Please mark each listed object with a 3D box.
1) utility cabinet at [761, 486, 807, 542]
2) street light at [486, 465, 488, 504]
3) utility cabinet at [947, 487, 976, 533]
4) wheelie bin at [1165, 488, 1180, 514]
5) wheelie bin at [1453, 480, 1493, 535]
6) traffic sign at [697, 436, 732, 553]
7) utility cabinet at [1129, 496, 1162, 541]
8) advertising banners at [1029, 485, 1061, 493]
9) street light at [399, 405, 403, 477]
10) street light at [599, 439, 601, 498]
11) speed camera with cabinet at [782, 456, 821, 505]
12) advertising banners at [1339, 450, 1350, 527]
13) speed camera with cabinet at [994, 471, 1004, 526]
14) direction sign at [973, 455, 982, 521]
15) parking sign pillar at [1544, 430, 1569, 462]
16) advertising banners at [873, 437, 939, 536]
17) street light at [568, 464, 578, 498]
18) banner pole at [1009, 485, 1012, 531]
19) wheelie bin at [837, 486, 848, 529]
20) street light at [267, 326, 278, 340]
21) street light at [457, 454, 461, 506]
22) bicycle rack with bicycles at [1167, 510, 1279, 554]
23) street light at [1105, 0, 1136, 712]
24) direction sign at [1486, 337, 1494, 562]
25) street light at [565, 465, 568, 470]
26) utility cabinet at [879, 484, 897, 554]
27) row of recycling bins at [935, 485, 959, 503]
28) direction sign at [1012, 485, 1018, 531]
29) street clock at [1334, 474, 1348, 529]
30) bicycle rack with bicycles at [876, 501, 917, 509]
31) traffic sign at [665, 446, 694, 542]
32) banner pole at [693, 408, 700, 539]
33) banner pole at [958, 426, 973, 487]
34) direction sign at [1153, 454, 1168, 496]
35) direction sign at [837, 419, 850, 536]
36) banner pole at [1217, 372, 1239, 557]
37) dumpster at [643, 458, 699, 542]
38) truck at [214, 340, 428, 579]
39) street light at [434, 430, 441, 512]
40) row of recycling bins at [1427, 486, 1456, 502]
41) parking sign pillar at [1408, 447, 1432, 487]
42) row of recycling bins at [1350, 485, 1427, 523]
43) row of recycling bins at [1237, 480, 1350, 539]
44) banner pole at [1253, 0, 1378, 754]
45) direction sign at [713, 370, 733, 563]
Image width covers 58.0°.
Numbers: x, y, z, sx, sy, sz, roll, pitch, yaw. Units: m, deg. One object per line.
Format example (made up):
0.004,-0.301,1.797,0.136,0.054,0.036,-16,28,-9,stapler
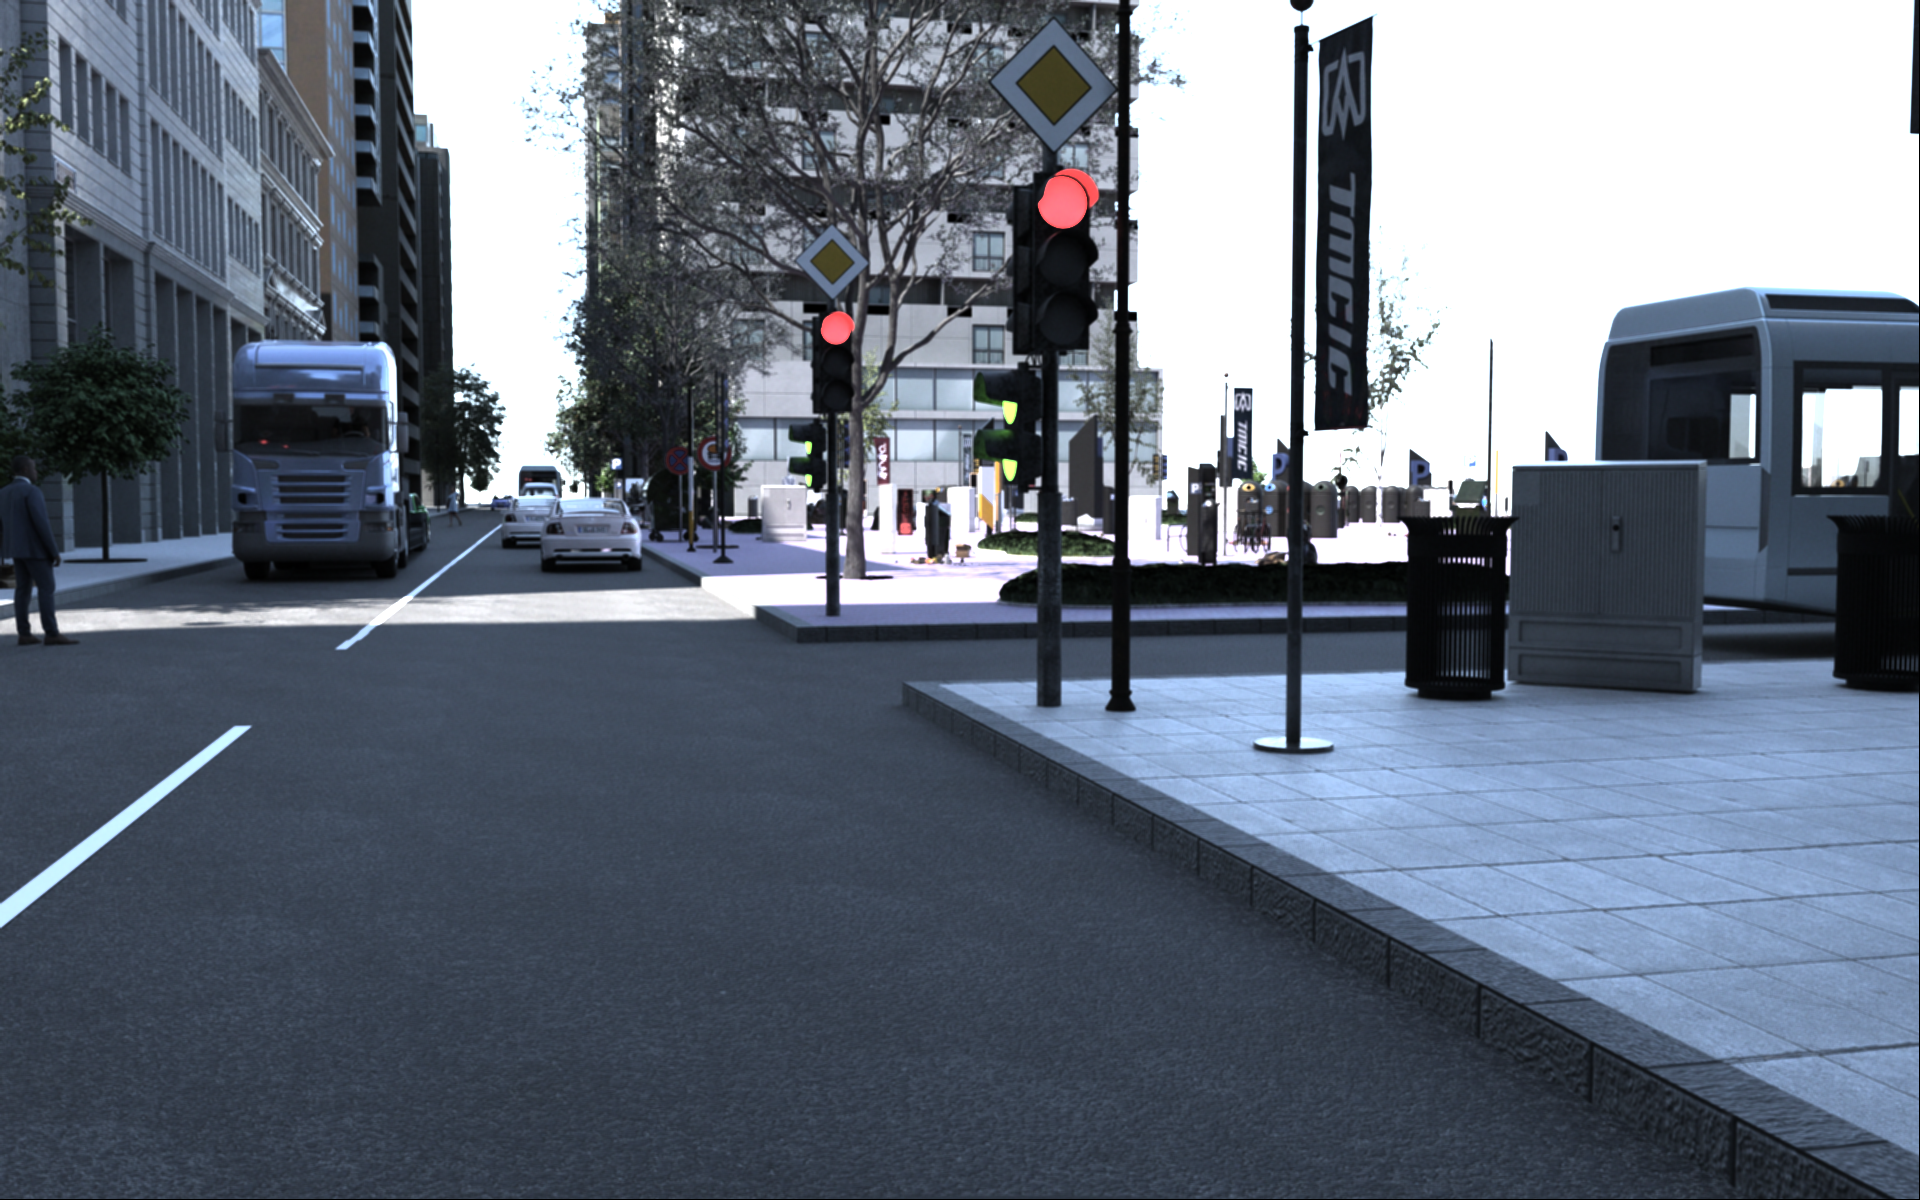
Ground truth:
-4.694,-2.298,46.248,1.173,1.500,0.318,-1,4,-13,utility cabinet
-64.333,-16.061,235.378,0.468,5.910,1.993,-1,4,-14,street light
0.039,-2.963,57.120,0.318,1.500,1.173,-3,4,-36,utility cabinet
10.456,-4.725,85.158,0.693,1.594,0.980,1,4,13,wheelie bin
11.695,-1.932,39.504,0.980,1.594,0.693,3,5,45,wheelie bin
-5.370,-2.312,37.903,0.768,2.556,0.104,-1,4,-13,traffic sign
5.122,-2.259,48.093,0.306,1.237,1.020,-3,5,-43,utility cabinet
3.470,-4.646,72.155,0.090,3.025,2.074,-3,5,-39,advertising banners
-29.168,-7.196,90.436,0.468,5.910,1.993,-1,4,-14,street light
-21.168,-7.887,101.746,0.468,5.910,1.993,-1,4,-14,street light
-8.294,-5.905,90.887,2.038,3.252,0.660,0,4,-4,speed camera with cabinet
15.162,-4.416,68.385,0.090,3.025,2.074,0,4,2,advertising banners
1.364,-4.587,69.330,0.660,3.252,2.038,0,4,7,speed camera with cabinet
1.030,-5.546,82.679,0.876,3.537,0.379,1,4,22,direction sign
25.322,-5.202,73.519,1.447,3.967,1.447,-3,4,-38,parking sign pillar
-1.660,-3.502,53.440,2.074,3.025,0.090,-1,4,-13,advertising banners
-40.751,-12.841,182.744,0.468,5.910,1.993,-1,4,-14,street light
1.515,-3.296,43.905,0.863,3.779,0.401,0,4,-5,banner pole
-4.461,-3.441,64.168,0.693,1.594,0.980,-2,4,-23,wheelie bin
-18.892,-4.586,47.774,0.468,5.910,1.993,-1,4,-14,street light
-44.711,-11.112,154.473,0.468,5.910,1.993,-1,4,-14,street light
5.957,-1.538,38.534,2.852,0.926,2.925,2,4,29,bicycle rack with bicycles
0.954,-2.283,10.115,0.468,5.910,1.993,-1,4,-14,street light
7.797,-2.049,25.506,0.379,3.537,0.876,1,4,19,direction sign
-48.393,-14.782,214.475,0.468,5.910,1.993,-1,4,-14,street light
-1.561,-1.747,37.248,0.318,1.500,1.173,0,4,2,utility cabinet
-0.490,-4.499,80.667,1.069,1.692,3.534,-1,4,-10,row of recycling bins
1.859,-4.082,58.734,0.379,3.537,0.876,-2,4,-24,direction sign
14.058,-3.628,63.894,0.471,2.002,0.358,3,5,44,street clock
-3.301,-4.765,91.290,2.925,0.926,2.852,-3,5,-43,bicycle rack with bicycles
-7.428,-2.805,45.975,0.768,2.556,0.104,0,4,-5,traffic sign
-7.722,-3.677,50.140,0.401,3.779,0.863,0,4,-5,banner pole
0.164,-4.496,63.518,0.401,3.779,0.863,3,5,44,banner pole
11.412,-6.526,98.701,0.876,3.537,0.379,0,4,-6,direction sign
-3.595,-3.710,52.656,0.379,3.537,0.876,3,5,41,direction sign
5.672,-2.791,35.644,0.863,3.779,0.401,-1,4,-19,banner pole
-7.815,-2.728,47.104,1.502,2.255,1.985,-1,4,-13,dumpster
-12.698,-2.836,36.132,2.967,4.110,18.799,-1,4,-15,truck
-37.012,-9.172,122.756,0.468,5.910,1.993,-1,4,-14,street light
24.306,-4.979,88.523,1.069,1.692,3.534,3,5,43,row of recycling bins
26.564,-6.820,99.973,1.447,3.967,1.447,0,4,-8,parking sign pillar
18.627,-4.238,76.400,3.534,1.692,1.069,1,4,18,row of recycling bins
9.676,-2.699,51.244,1.069,1.692,3.534,-3,5,-42,row of recycling bins
1.760,-1.125,8.408,0.401,3.779,0.863,-1,4,-20,banner pole
-4.417,-2.459,32.200,0.379,3.537,0.876,0,4,6,direction sign
